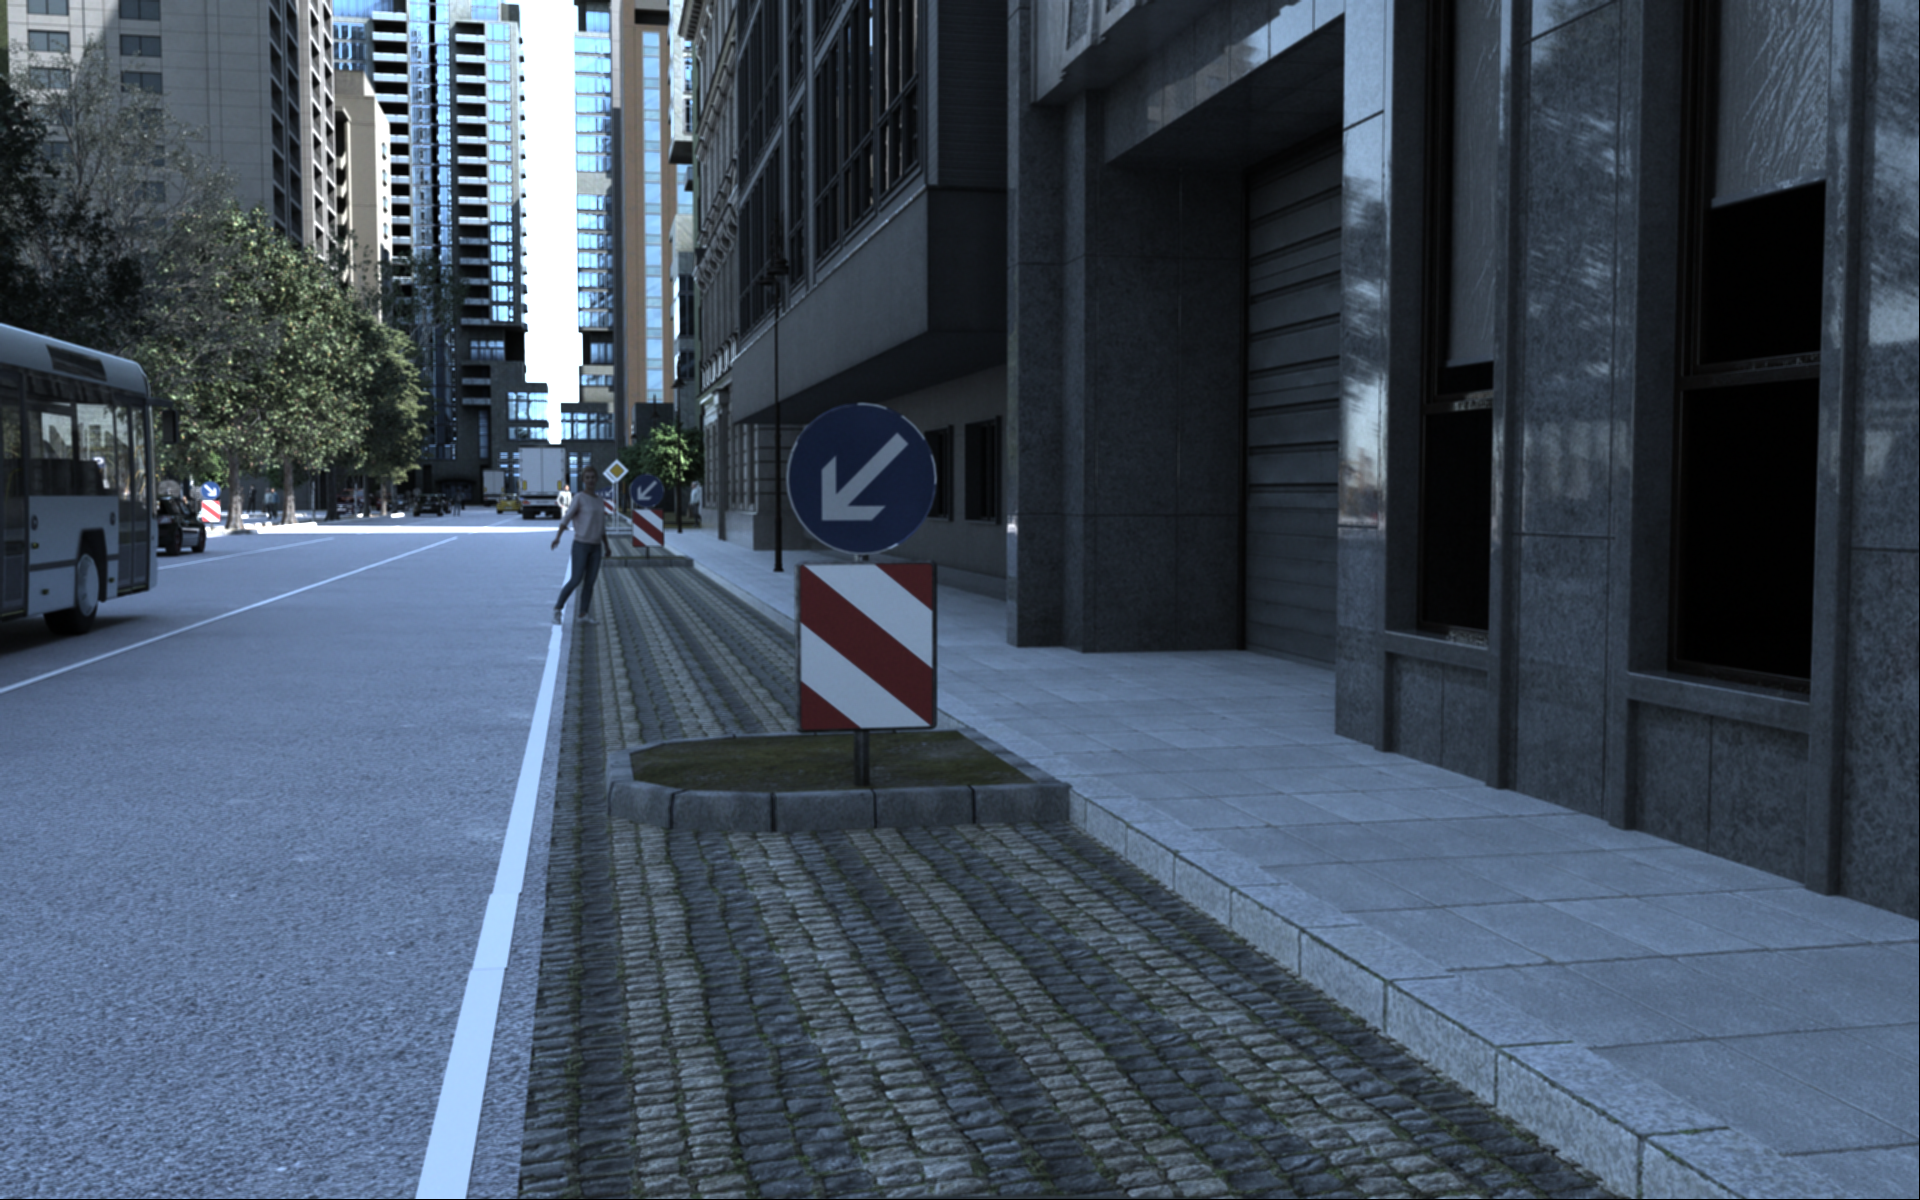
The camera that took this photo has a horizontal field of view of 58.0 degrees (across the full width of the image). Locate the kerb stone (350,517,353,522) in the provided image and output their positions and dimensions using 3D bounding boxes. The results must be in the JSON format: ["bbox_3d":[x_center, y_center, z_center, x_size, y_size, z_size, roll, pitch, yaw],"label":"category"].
[{"bbox_3d":[-31.219,-4.042,88.290,0.120,0.150,1.000,-1,4,-12],"label":"kerb stone"}]

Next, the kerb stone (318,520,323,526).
[{"bbox_3d":[-29.048,-3.421,78.268,0.120,0.150,1.000,-1,4,-12],"label":"kerb stone"}]

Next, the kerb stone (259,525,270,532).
[{"bbox_3d":[-26.225,-2.631,65.219,0.120,0.150,1.000,-1,4,-12],"label":"kerb stone"}]

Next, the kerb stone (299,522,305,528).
[{"bbox_3d":[-27.969,-3.122,73.242,0.120,0.150,1.000,-1,4,-12],"label":"kerb stone"}]

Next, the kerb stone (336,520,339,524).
[{"bbox_3d":[-30.123,-3.734,83.278,0.120,0.150,1.000,-1,4,-12],"label":"kerb stone"}]

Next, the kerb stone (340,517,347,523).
[{"bbox_3d":[-30.778,-3.916,86.278,0.120,0.150,1.000,-1,4,-12],"label":"kerb stone"}]

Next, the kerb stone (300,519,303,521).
[{"bbox_3d":[-32.827,-3.891,85.816,0.120,0.150,1.000,-1,4,-12],"label":"kerb stone"}]

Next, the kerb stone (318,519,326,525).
[{"bbox_3d":[-29.260,-3.490,79.268,0.120,0.150,1.000,-1,4,-12],"label":"kerb stone"}]

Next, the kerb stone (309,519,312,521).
[{"bbox_3d":[-33.488,-4.074,88.811,0.120,0.150,1.000,-1,4,-12],"label":"kerb stone"}]

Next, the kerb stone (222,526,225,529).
[{"bbox_3d":[-28.919,-2.788,67.781,0.120,0.150,1.000,-1,4,-12],"label":"kerb stone"}]

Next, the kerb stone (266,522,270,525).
[{"bbox_3d":[-30.874,-3.340,76.796,0.120,0.150,1.000,-1,4,-12],"label":"kerb stone"}]

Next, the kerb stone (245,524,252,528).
[{"bbox_3d":[-30.015,-3.095,72.793,0.120,0.150,1.000,-1,4,-12],"label":"kerb stone"}]

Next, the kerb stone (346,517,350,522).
[{"bbox_3d":[-30.999,-3.981,87.284,0.120,0.150,1.000,-1,4,-12],"label":"kerb stone"}]

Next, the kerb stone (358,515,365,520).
[{"bbox_3d":[-32.301,-4.350,93.315,0.120,0.150,1.000,-1,4,-12],"label":"kerb stone"}]

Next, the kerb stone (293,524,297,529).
[{"bbox_3d":[-27.527,-3.000,71.241,0.120,0.150,1.000,-1,4,-12],"label":"kerb stone"}]

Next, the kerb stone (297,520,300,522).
[{"bbox_3d":[-32.613,-3.830,84.817,0.120,0.150,1.000,-1,4,-12],"label":"kerb stone"}]

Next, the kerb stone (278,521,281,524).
[{"bbox_3d":[-31.522,-3.523,79.798,0.120,0.150,1.000,-1,4,-12],"label":"kerb stone"}]

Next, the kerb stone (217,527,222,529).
[{"bbox_3d":[-28.710,-2.726,66.775,0.120,0.150,1.000,-1,4,-12],"label":"kerb stone"}]

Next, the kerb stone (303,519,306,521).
[{"bbox_3d":[-33.042,-3.950,86.816,0.120,0.150,1.000,-1,4,-12],"label":"kerb stone"}]

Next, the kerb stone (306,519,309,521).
[{"bbox_3d":[-33.261,-4.013,87.814,0.120,0.150,1.000,-1,4,-12],"label":"kerb stone"}]

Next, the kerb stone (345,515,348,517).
[{"bbox_3d":[-36.308,-4.873,101.872,0.120,0.150,1.000,-1,4,-12],"label":"kerb stone"}]

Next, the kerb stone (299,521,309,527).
[{"bbox_3d":[-28.177,-3.180,74.243,0.120,0.150,1.000,-1,4,-12],"label":"kerb stone"}]

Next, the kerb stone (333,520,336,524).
[{"bbox_3d":[-29.921,-3.675,82.276,0.120,0.150,1.000,-1,4,-12],"label":"kerb stone"}]

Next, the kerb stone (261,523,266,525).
[{"bbox_3d":[-30.655,-3.278,75.797,0.120,0.150,1.000,-1,4,-12],"label":"kerb stone"}]

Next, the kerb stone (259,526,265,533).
[{"bbox_3d":[-26.004,-2.570,64.214,0.120,0.150,1.000,-1,4,-12],"label":"kerb stone"}]

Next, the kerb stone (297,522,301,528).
[{"bbox_3d":[-27.744,-3.059,72.240,0.120,0.150,1.000,-1,4,-12],"label":"kerb stone"}]

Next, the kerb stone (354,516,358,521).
[{"bbox_3d":[-31.654,-4.163,90.312,0.120,0.150,1.000,-1,4,-12],"label":"kerb stone"}]

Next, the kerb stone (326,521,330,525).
[{"bbox_3d":[-29.472,-3.552,80.268,0.120,0.150,1.000,-1,4,-12],"label":"kerb stone"}]

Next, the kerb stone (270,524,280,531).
[{"bbox_3d":[-26.648,-2.754,67.227,0.120,0.150,1.000,-1,4,-12],"label":"kerb stone"}]

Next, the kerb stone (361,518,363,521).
[{"bbox_3d":[-32.087,-4.289,92.315,0.120,0.150,1.000,-1,4,-12],"label":"kerb stone"}]

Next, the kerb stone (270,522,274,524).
[{"bbox_3d":[-31.094,-3.398,77.799,0.120,0.150,1.000,-1,4,-12],"label":"kerb stone"}]

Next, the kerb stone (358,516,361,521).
[{"bbox_3d":[-31.868,-4.228,91.316,0.120,0.150,1.000,-1,4,-12],"label":"kerb stone"}]

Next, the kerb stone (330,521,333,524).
[{"bbox_3d":[-29.695,-3.606,81.269,0.120,0.150,1.000,-1,4,-12],"label":"kerb stone"}]

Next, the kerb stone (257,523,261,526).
[{"bbox_3d":[-30.452,-3.217,74.796,0.120,0.150,1.000,-1,4,-12],"label":"kerb stone"}]

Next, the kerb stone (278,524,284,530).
[{"bbox_3d":[-26.877,-2.815,68.223,0.120,0.150,1.000,-1,4,-12],"label":"kerb stone"}]

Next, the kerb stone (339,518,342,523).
[{"bbox_3d":[-30.352,-3.797,84.275,0.120,0.150,1.000,-1,4,-12],"label":"kerb stone"}]

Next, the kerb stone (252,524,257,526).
[{"bbox_3d":[-30.224,-3.155,73.794,0.120,0.150,1.000,-1,4,-12],"label":"kerb stone"}]

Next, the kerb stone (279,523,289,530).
[{"bbox_3d":[-27.086,-2.875,69.231,0.120,0.150,1.000,-1,4,-12],"label":"kerb stone"}]

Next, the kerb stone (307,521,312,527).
[{"bbox_3d":[-28.393,-3.241,75.243,0.120,0.150,1.000,-1,4,-12],"label":"kerb stone"}]

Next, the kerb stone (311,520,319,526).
[{"bbox_3d":[-28.827,-3.366,77.251,0.120,0.150,1.000,-1,4,-12],"label":"kerb stone"}]

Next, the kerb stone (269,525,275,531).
[{"bbox_3d":[-26.443,-2.693,66.220,0.120,0.150,1.000,-1,4,-12],"label":"kerb stone"}]

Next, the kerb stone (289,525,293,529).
[{"bbox_3d":[-27.312,-2.938,70.236,0.120,0.150,1.000,-1,4,-12],"label":"kerb stone"}]

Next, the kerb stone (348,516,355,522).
[{"bbox_3d":[-31.442,-4.104,89.300,0.120,0.150,1.000,-1,4,-12],"label":"kerb stone"}]

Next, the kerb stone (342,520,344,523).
[{"bbox_3d":[-30.567,-3.853,85.275,0.120,0.150,1.000,-1,4,-12],"label":"kerb stone"}]

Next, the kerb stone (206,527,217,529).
[{"bbox_3d":[-28.490,-2.665,65.775,0.120,0.150,1.000,-1,4,-12],"label":"kerb stone"}]

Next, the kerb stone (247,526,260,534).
[{"bbox_3d":[-25.783,-2.509,63.216,0.120,0.150,1.000,-1,4,-12],"label":"kerb stone"}]

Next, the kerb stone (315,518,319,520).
[{"bbox_3d":[-33.910,-4.198,90.832,0.120,0.150,1.000,-1,4,-12],"label":"kerb stone"}]

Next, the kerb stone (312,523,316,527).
[{"bbox_3d":[-28.611,-3.306,76.247,0.120,0.150,1.000,-1,4,-12],"label":"kerb stone"}]

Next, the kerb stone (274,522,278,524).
[{"bbox_3d":[-31.308,-3.462,78.798,0.120,0.150,1.000,-1,4,-12],"label":"kerb stone"}]
